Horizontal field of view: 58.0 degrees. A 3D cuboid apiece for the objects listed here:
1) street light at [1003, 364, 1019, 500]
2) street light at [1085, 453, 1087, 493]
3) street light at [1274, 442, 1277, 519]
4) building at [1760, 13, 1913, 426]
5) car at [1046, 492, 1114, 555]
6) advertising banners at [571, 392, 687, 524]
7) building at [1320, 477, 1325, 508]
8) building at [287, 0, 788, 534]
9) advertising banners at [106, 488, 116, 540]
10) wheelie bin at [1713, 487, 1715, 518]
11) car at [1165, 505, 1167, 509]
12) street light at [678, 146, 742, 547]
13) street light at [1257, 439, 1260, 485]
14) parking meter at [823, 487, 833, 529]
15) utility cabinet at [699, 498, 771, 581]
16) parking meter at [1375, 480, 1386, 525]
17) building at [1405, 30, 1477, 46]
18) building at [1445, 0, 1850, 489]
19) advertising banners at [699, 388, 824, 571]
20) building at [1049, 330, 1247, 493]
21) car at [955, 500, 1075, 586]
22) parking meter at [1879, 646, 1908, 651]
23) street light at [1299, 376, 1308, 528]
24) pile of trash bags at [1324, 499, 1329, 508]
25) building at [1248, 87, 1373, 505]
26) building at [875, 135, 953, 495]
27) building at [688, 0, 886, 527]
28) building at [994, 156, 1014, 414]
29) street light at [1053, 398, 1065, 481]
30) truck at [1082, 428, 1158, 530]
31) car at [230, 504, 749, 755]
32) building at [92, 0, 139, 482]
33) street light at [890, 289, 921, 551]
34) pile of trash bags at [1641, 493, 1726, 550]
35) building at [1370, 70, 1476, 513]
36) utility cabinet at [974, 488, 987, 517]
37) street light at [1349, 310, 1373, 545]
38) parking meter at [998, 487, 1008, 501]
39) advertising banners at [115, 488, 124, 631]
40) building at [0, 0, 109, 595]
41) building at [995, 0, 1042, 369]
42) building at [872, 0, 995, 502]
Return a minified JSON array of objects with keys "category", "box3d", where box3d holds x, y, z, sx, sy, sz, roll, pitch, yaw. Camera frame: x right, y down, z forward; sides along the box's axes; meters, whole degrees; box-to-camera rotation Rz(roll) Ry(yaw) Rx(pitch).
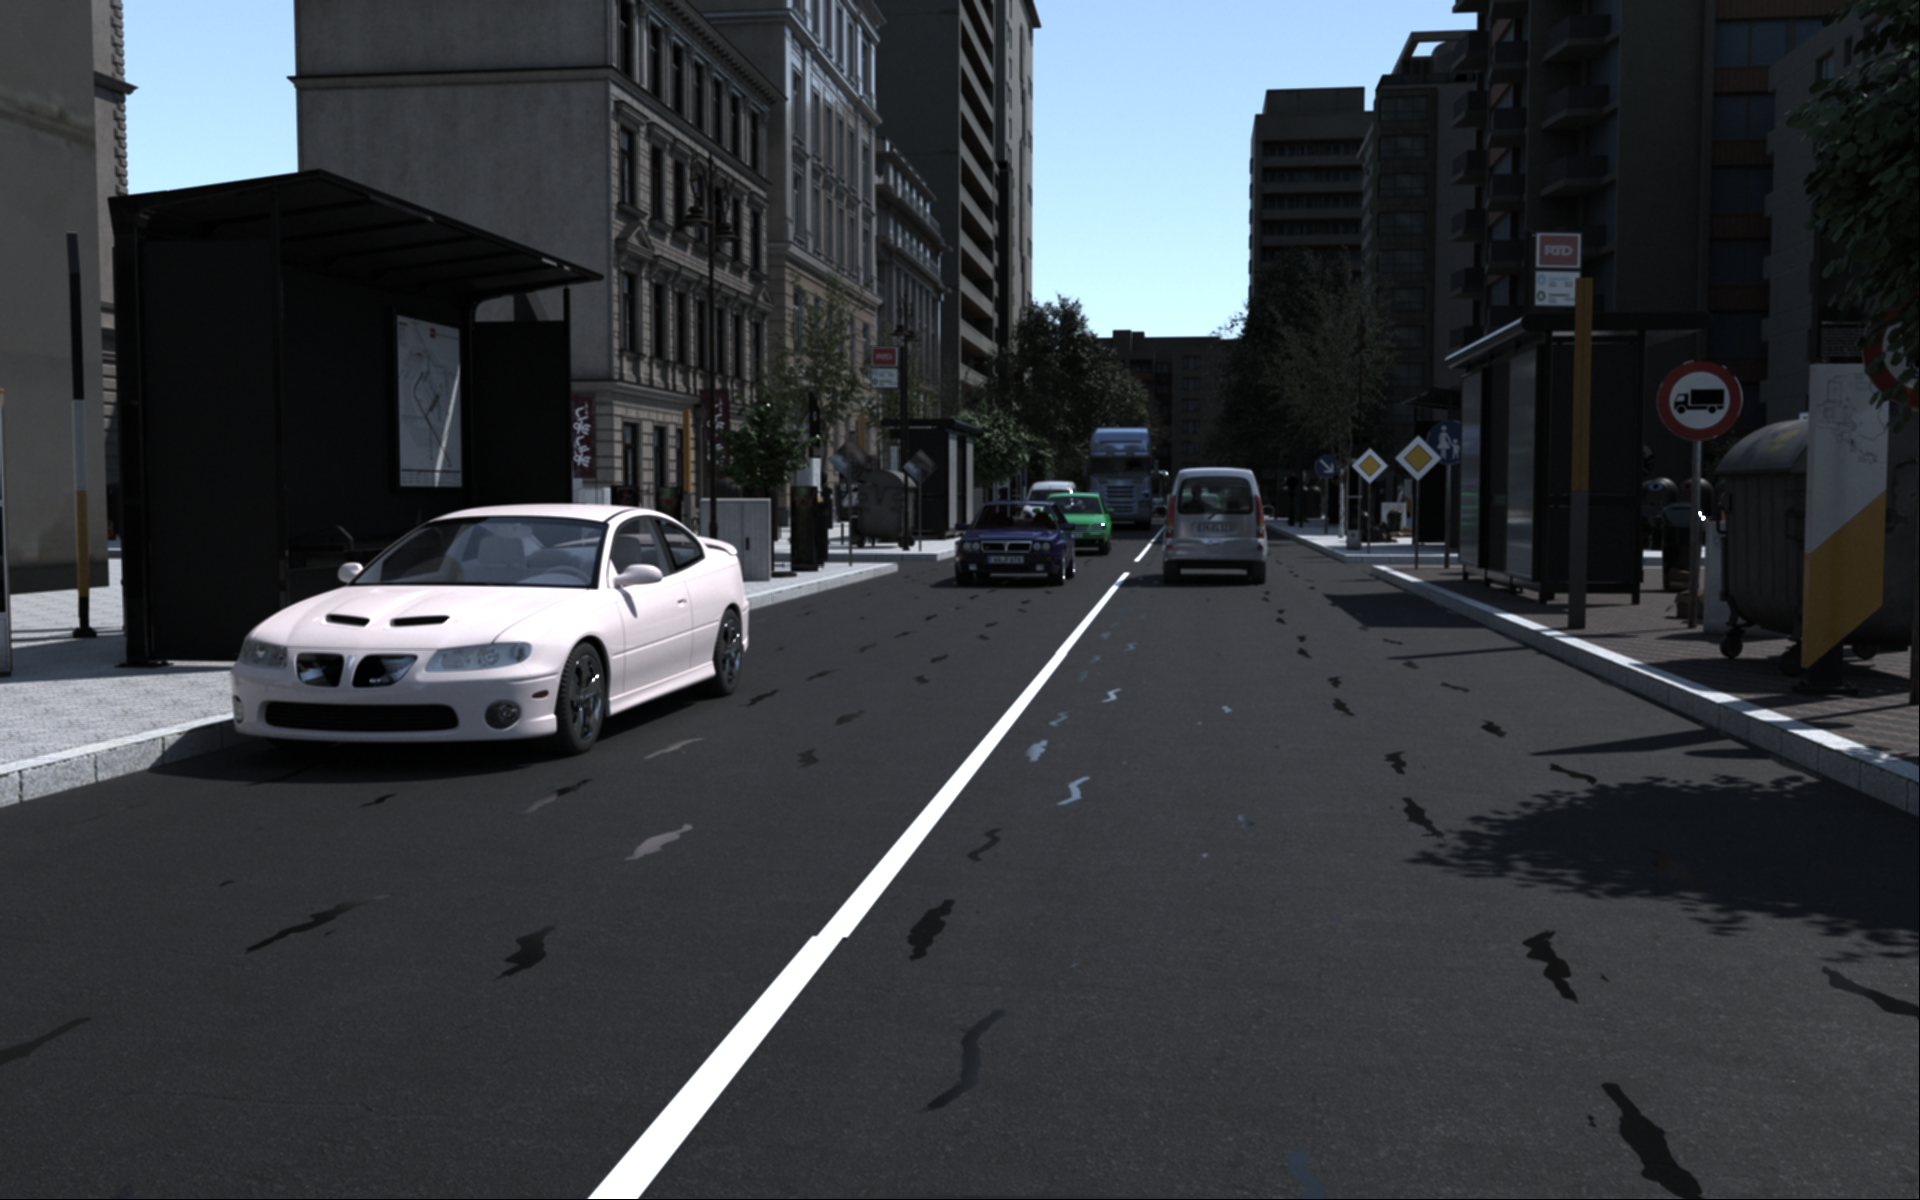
[{"category":"street light","box3d":[1.822,-5.446,61.826,0.468,5.910,1.993,0,4,8]},{"category":"street light","box3d":[7.703,-8.143,105.930,0.468,5.910,1.993,0,4,8]},{"category":"street light","box3d":[16.139,-7.068,88.355,0.468,5.910,1.993,0,4,8]},{"category":"building","box3d":[45.245,-12.842,55.004,28.899,21.520,27.650,0,4,8]},{"category":"car","box3d":[2.774,-2.039,42.128,1.959,1.807,4.718,0,4,6]},{"category":"advertising banners","box3d":[-5.771,-2.066,29.963,2.074,3.025,0.090,-1,4,-19]},{"category":"building","box3d":[50.935,-28.835,163.326,32.217,40.220,23.993,0,4,8]},{"category":"building","box3d":[-13.025,-11.787,57.351,10.561,19.102,19.286,0,4,8]},{"category":"advertising banners","box3d":[-23.772,-3.183,48.232,2.074,3.025,0.090,0,4,2]},{"category":"wheelie bin","box3d":[21.859,-2.557,49.717,0.693,1.594,0.980,3,5,40]},{"category":"car","box3d":[7.079,-2.635,51.878,1.959,1.807,4.718,0,4,8]},{"category":"street light","box3d":[-3.359,-3.100,23.470,0.468,5.910,1.993,0,4,8]},{"category":"street light","box3d":[19.014,-8.430,110.617,0.468,5.910,1.993,0,4,8]},{"category":"parking meter","box3d":[-4.876,-3.389,63.816,0.372,1.533,0.369,0,3,0]},{"category":"utility cabinet","box3d":[-3.314,-0.882,25.578,1.020,1.237,0.306,0,4,0]},{"category":"parking meter","box3d":[17.242,-3.999,71.099,0.399,1.863,0.255,-1,4,-16]},{"category":"building","box3d":[47.331,-27.386,139.645,32.217,40.220,23.993,0,4,8]},{"category":"building","box3d":[36.305,-26.321,84.980,22.147,44.769,28.867,0,4,8]},{"category":"advertising banners","box3d":[-3.306,-1.991,28.734,2.074,3.025,0.090,0,4,4]},{"category":"building","box3d":[21.399,-22.847,218.587,28.899,21.520,27.650,0,4,8]},{"category":"car","box3d":[0.949,-0.970,28.441,1.945,1.354,3.894,0,4,7]},{"category":"parking meter","box3d":[7.652,-0.523,14.266,0.399,1.863,0.255,1,4,18]},{"category":"street light","box3d":[13.098,-5.720,66.316,0.468,5.910,1.993,0,4,8]},{"category":"pile of trash bags","box3d":[20.652,-5.134,93.692,1.912,1.369,3.447,0,4,1]},{"category":"building","box3d":[45.843,-35.862,210.053,21.600,48.544,21.300,0,4,8]},{"category":"building","box3d":[-8.603,-15.772,99.667,13.314,21.916,24.055,0,4,8]},{"category":"building","box3d":[-11.536,-17.786,76.697,13.634,28.700,20.117,0,4,8]},{"category":"building","box3d":[-3.166,-22.811,144.667,14.160,30.474,14.107,0,4,8]},{"category":"street light","box3d":[4.811,-6.794,83.872,0.468,5.910,1.993,0,4,8]},{"category":"truck","box3d":[7.155,-5.282,76.123,2.967,4.110,18.799,0,4,6]},{"category":"car","box3d":[-2.736,0.076,11.127,2.083,1.381,4.827,1,4,9]},{"category":"building","box3d":[-38.479,-13.893,56.033,19.941,23.489,11.050,0,4,8]},{"category":"street light","box3d":[-1.223,-4.066,39.268,0.468,5.910,1.993,0,4,8]},{"category":"pile of trash bags","box3d":[16.315,-1.848,39.975,3.447,1.369,1.912,1,4,17]},{"category":"building","box3d":[35.905,-21.427,122.033,14.160,30.474,14.107,0,4,8]},{"category":"utility cabinet","box3d":[0.422,-3.465,65.324,1.173,1.500,0.318,1,4,16]},{"category":"street light","box3d":[10.110,-4.342,43.783,0.468,5.910,1.993,0,4,8]},{"category":"parking meter","box3d":[1.653,-3.554,66.518,0.372,1.533,0.369,0,3,0]},{"category":"advertising banners","box3d":[-7.299,-1.240,16.459,0.090,3.025,2.074,1,4,10]},{"category":"building","box3d":[-23.634,-23.836,13.426,21.600,48.544,21.300,0,4,8]},{"category":"building","box3d":[-7.047,-35.464,169.072,27.495,52.752,28.713,0,4,8]},{"category":"building","box3d":[-9.224,-30.770,126.796,21.300,48.544,21.600,0,4,8]}]
